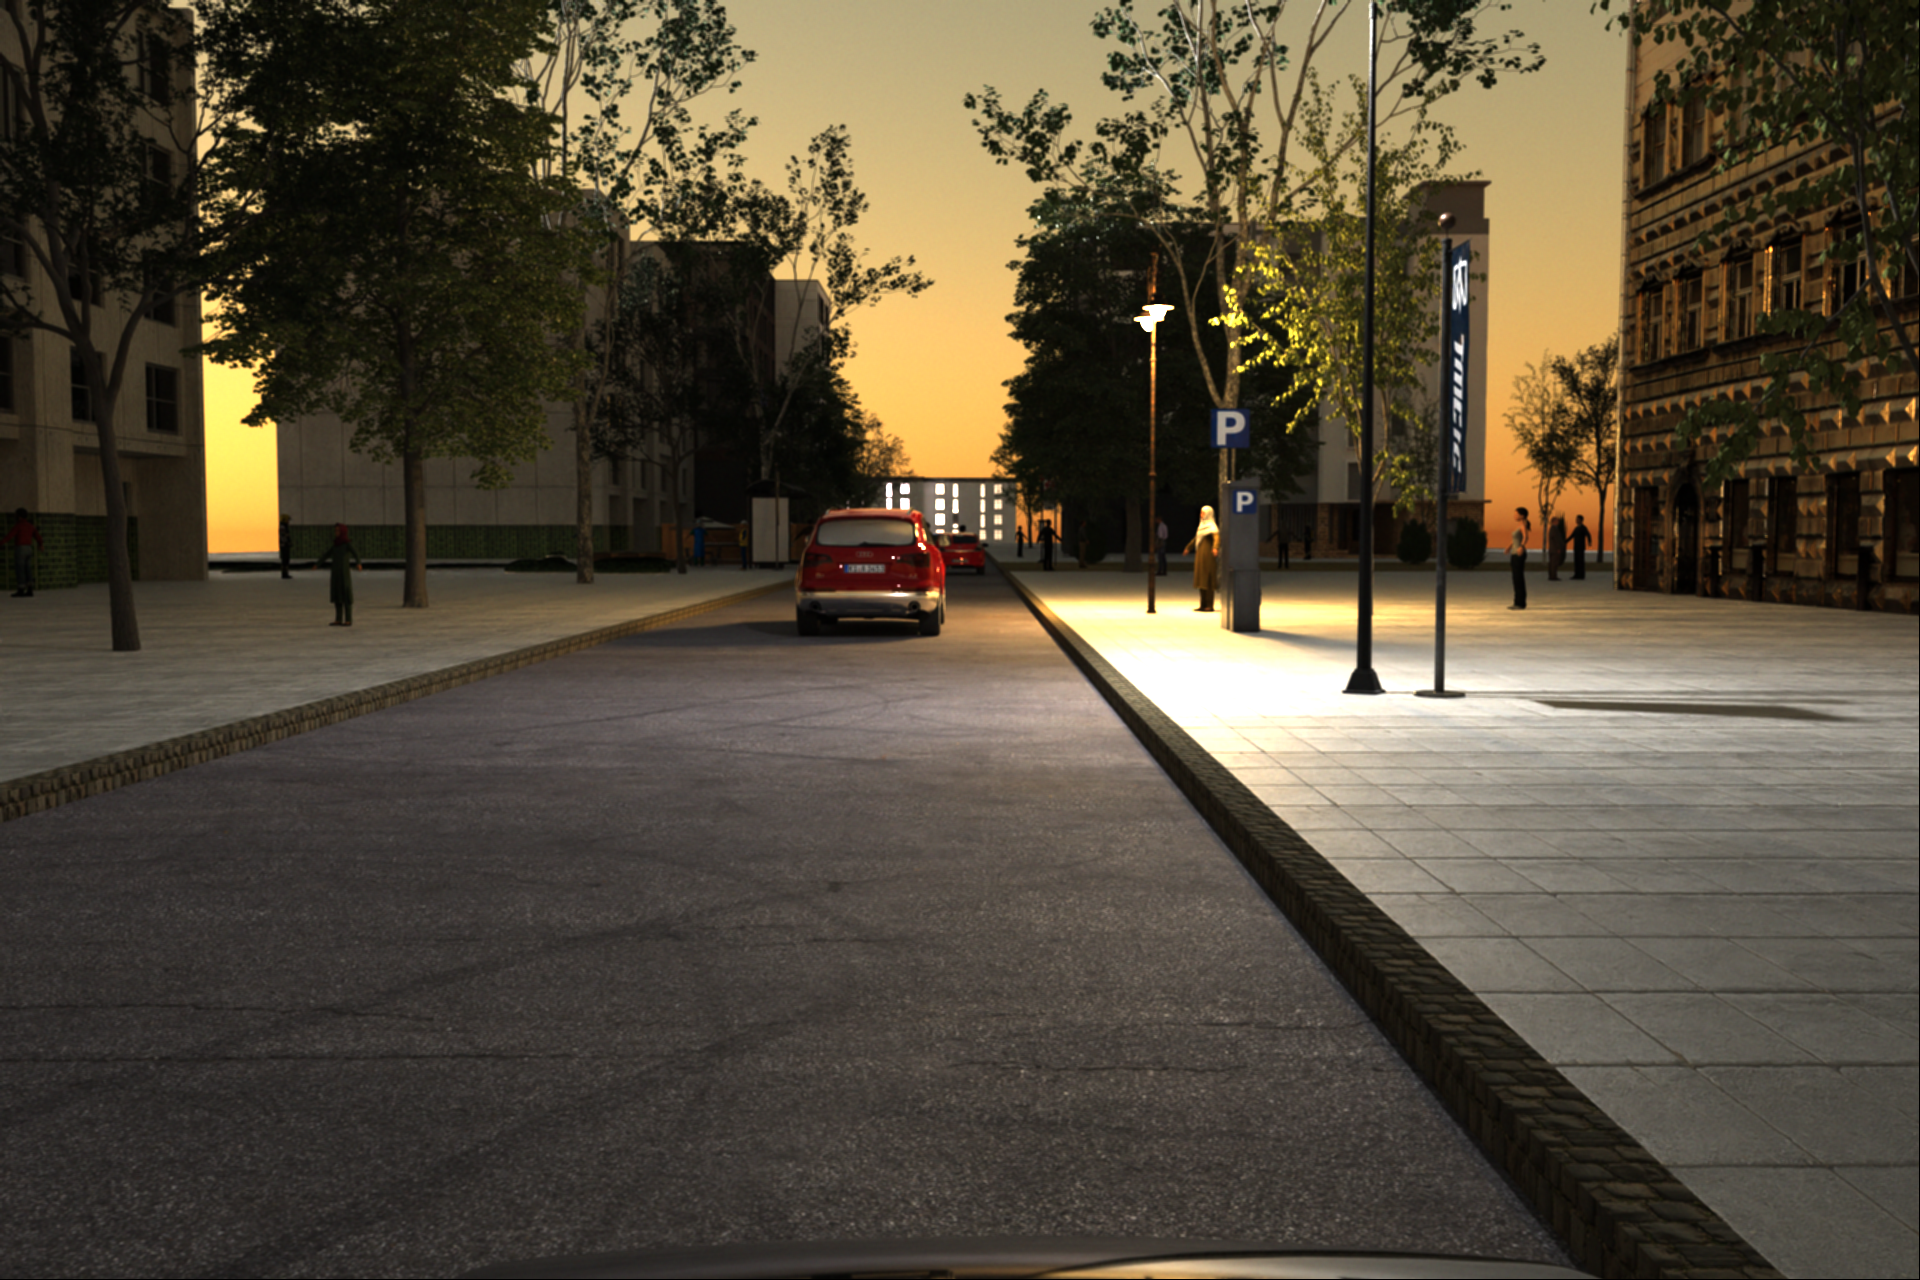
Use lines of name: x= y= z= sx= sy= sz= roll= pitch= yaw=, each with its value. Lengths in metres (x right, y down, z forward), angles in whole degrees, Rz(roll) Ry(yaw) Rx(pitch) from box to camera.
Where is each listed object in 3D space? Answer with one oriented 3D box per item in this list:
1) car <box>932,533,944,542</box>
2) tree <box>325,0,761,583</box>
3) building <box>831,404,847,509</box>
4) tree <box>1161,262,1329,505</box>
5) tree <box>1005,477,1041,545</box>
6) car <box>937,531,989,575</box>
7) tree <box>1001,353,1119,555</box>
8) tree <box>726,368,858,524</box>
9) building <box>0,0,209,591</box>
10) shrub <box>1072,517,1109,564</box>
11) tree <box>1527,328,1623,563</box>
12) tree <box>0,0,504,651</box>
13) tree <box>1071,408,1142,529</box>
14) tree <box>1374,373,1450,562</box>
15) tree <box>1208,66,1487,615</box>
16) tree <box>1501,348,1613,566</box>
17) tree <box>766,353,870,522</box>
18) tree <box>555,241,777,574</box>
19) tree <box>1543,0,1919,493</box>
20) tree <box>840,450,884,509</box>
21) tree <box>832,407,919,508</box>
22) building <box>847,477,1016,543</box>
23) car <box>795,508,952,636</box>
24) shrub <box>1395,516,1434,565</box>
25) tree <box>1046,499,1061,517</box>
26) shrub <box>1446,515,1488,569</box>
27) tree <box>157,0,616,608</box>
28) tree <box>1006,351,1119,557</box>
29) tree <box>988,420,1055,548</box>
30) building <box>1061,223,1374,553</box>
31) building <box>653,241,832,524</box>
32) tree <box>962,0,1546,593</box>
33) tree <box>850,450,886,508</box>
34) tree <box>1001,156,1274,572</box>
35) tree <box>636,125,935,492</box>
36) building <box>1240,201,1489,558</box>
car: x=-0.825 y=-4.490 z=83.006 sx=1.945 sy=1.707 sz=3.694 roll=0 pitch=4 yaw=-1
tree: x=-10.760 y=-11.467 z=43.376 sx=12.611 sy=20.169 sz=13.585 roll=0 pitch=3 yaw=0
building: x=-24.322 y=-22.294 z=230.959 sx=16.747 sy=18.905 sz=31.486 roll=0 pitch=4 yaw=-1
tree: x=11.760 y=-9.422 z=72.185 sx=7.486 sy=12.596 sz=7.792 roll=0 pitch=3 yaw=0
tree: x=6.744 y=-13.206 z=166.275 sx=4.360 sy=8.622 sz=3.978 roll=0 pitch=3 yaw=0
car: x=-0.036 y=-3.240 z=62.010 sx=2.155 sy=1.783 sz=4.494 roll=0 pitch=4 yaw=-1
tree: x=6.268 y=-11.636 z=108.371 sx=7.486 sy=12.596 sz=7.792 roll=0 pitch=3 yaw=0
tree: x=-9.155 y=-9.962 z=97.289 sx=7.601 sy=10.594 sz=8.767 roll=2 pitch=4 yaw=30
building: x=-29.107 y=-10.112 z=31.787 sx=16.747 sy=18.905 sz=31.486 roll=0 pitch=4 yaw=-1
shrub: x=5.535 y=-4.225 z=73.505 sx=1.690 sy=2.028 sz=1.600 roll=0 pitch=3 yaw=0
tree: x=29.091 y=-8.758 z=77.607 sx=7.601 sy=10.594 sz=8.767 roll=-1 pitch=4 yaw=-18
tree: x=-9.343 y=-5.177 z=19.054 sx=8.767 sy=10.594 sz=7.601 roll=-2 pitch=4 yaw=-32
tree: x=6.555 y=-8.410 z=87.859 sx=4.360 sy=8.622 sz=3.978 roll=0 pitch=3 yaw=0
tree: x=21.334 y=-7.842 z=78.587 sx=4.360 sy=8.622 sz=3.978 roll=0 pitch=3 yaw=0
tree: x=6.259 y=-4.685 z=26.965 sx=4.737 sy=8.622 sz=4.395 roll=0 pitch=3 yaw=0
tree: x=23.319 y=-7.290 z=69.555 sx=4.360 sy=8.622 sz=3.978 roll=0 pitch=3 yaw=0
tree: x=-9.242 y=-11.624 z=108.180 sx=7.486 sy=12.596 sz=7.792 roll=0 pitch=3 yaw=0
tree: x=-9.341 y=-7.425 z=55.815 sx=7.601 sy=10.594 sz=8.767 roll=0 pitch=4 yaw=0
tree: x=5.437 y=-3.612 z=9.419 sx=4.737 sy=8.622 sz=4.395 roll=0 pitch=3 yaw=0
tree: x=-8.354 y=-11.372 z=136.300 sx=4.737 sy=8.622 sz=4.395 roll=0 pitch=3 yaw=0
tree: x=-9.175 y=-15.613 z=165.645 sx=12.009 sy=13.543 sz=11.850 roll=0 pitch=3 yaw=0
building: x=-5.656 y=-18.888 z=253.421 sx=28.070 sy=9.664 sz=9.099 roll=0 pitch=4 yaw=-6
car: x=-1.264 y=-1.057 z=25.955 sx=2.281 sy=1.827 sz=5.304 roll=0 pitch=4 yaw=1
shrub: x=19.220 y=-4.209 z=73.238 sx=1.690 sy=2.028 sz=1.600 roll=0 pitch=3 yaw=0
tree: x=16.412 y=-20.954 z=252.968 sx=12.009 sy=13.543 sz=11.850 roll=0 pitch=3 yaw=0
shrub: x=18.586 y=-3.624 z=63.674 sx=1.690 sy=2.028 sz=1.600 roll=0 pitch=3 yaw=0
tree: x=-9.881 y=-6.853 z=30.172 sx=7.486 sy=12.596 sz=7.792 roll=0 pitch=3 yaw=0
tree: x=6.313 y=-10.492 z=97.296 sx=9.928 sy=11.665 sz=9.643 roll=0 pitch=3 yaw=0
tree: x=6.259 y=-14.120 z=156.620 sx=9.928 sy=11.665 sz=9.643 roll=0 pitch=3 yaw=0
building: x=21.424 y=-17.510 z=130.256 sx=27.936 sy=21.610 sz=32.646 roll=0 pitch=4 yaw=0
building: x=-25.354 y=-17.942 z=137.319 sx=27.936 sy=21.610 sz=32.646 roll=0 pitch=4 yaw=0
tree: x=6.482 y=-11.175 z=38.596 sx=12.611 sy=20.169 sz=13.585 roll=0 pitch=3 yaw=0
tree: x=-8.768 y=-12.329 z=151.933 sx=4.360 sy=8.622 sz=3.978 roll=0 pitch=3 yaw=0
tree: x=5.750 y=-9.240 z=57.732 sx=9.857 sy=13.997 sz=8.962 roll=0 pitch=3 yaw=0
tree: x=-8.024 y=-13.707 z=80.000 sx=12.611 sy=20.169 sz=13.585 roll=0 pitch=3 yaw=0
building: x=22.125 y=-15.204 z=105.007 sx=16.016 sy=20.090 sz=11.380 roll=0 pitch=4 yaw=1
